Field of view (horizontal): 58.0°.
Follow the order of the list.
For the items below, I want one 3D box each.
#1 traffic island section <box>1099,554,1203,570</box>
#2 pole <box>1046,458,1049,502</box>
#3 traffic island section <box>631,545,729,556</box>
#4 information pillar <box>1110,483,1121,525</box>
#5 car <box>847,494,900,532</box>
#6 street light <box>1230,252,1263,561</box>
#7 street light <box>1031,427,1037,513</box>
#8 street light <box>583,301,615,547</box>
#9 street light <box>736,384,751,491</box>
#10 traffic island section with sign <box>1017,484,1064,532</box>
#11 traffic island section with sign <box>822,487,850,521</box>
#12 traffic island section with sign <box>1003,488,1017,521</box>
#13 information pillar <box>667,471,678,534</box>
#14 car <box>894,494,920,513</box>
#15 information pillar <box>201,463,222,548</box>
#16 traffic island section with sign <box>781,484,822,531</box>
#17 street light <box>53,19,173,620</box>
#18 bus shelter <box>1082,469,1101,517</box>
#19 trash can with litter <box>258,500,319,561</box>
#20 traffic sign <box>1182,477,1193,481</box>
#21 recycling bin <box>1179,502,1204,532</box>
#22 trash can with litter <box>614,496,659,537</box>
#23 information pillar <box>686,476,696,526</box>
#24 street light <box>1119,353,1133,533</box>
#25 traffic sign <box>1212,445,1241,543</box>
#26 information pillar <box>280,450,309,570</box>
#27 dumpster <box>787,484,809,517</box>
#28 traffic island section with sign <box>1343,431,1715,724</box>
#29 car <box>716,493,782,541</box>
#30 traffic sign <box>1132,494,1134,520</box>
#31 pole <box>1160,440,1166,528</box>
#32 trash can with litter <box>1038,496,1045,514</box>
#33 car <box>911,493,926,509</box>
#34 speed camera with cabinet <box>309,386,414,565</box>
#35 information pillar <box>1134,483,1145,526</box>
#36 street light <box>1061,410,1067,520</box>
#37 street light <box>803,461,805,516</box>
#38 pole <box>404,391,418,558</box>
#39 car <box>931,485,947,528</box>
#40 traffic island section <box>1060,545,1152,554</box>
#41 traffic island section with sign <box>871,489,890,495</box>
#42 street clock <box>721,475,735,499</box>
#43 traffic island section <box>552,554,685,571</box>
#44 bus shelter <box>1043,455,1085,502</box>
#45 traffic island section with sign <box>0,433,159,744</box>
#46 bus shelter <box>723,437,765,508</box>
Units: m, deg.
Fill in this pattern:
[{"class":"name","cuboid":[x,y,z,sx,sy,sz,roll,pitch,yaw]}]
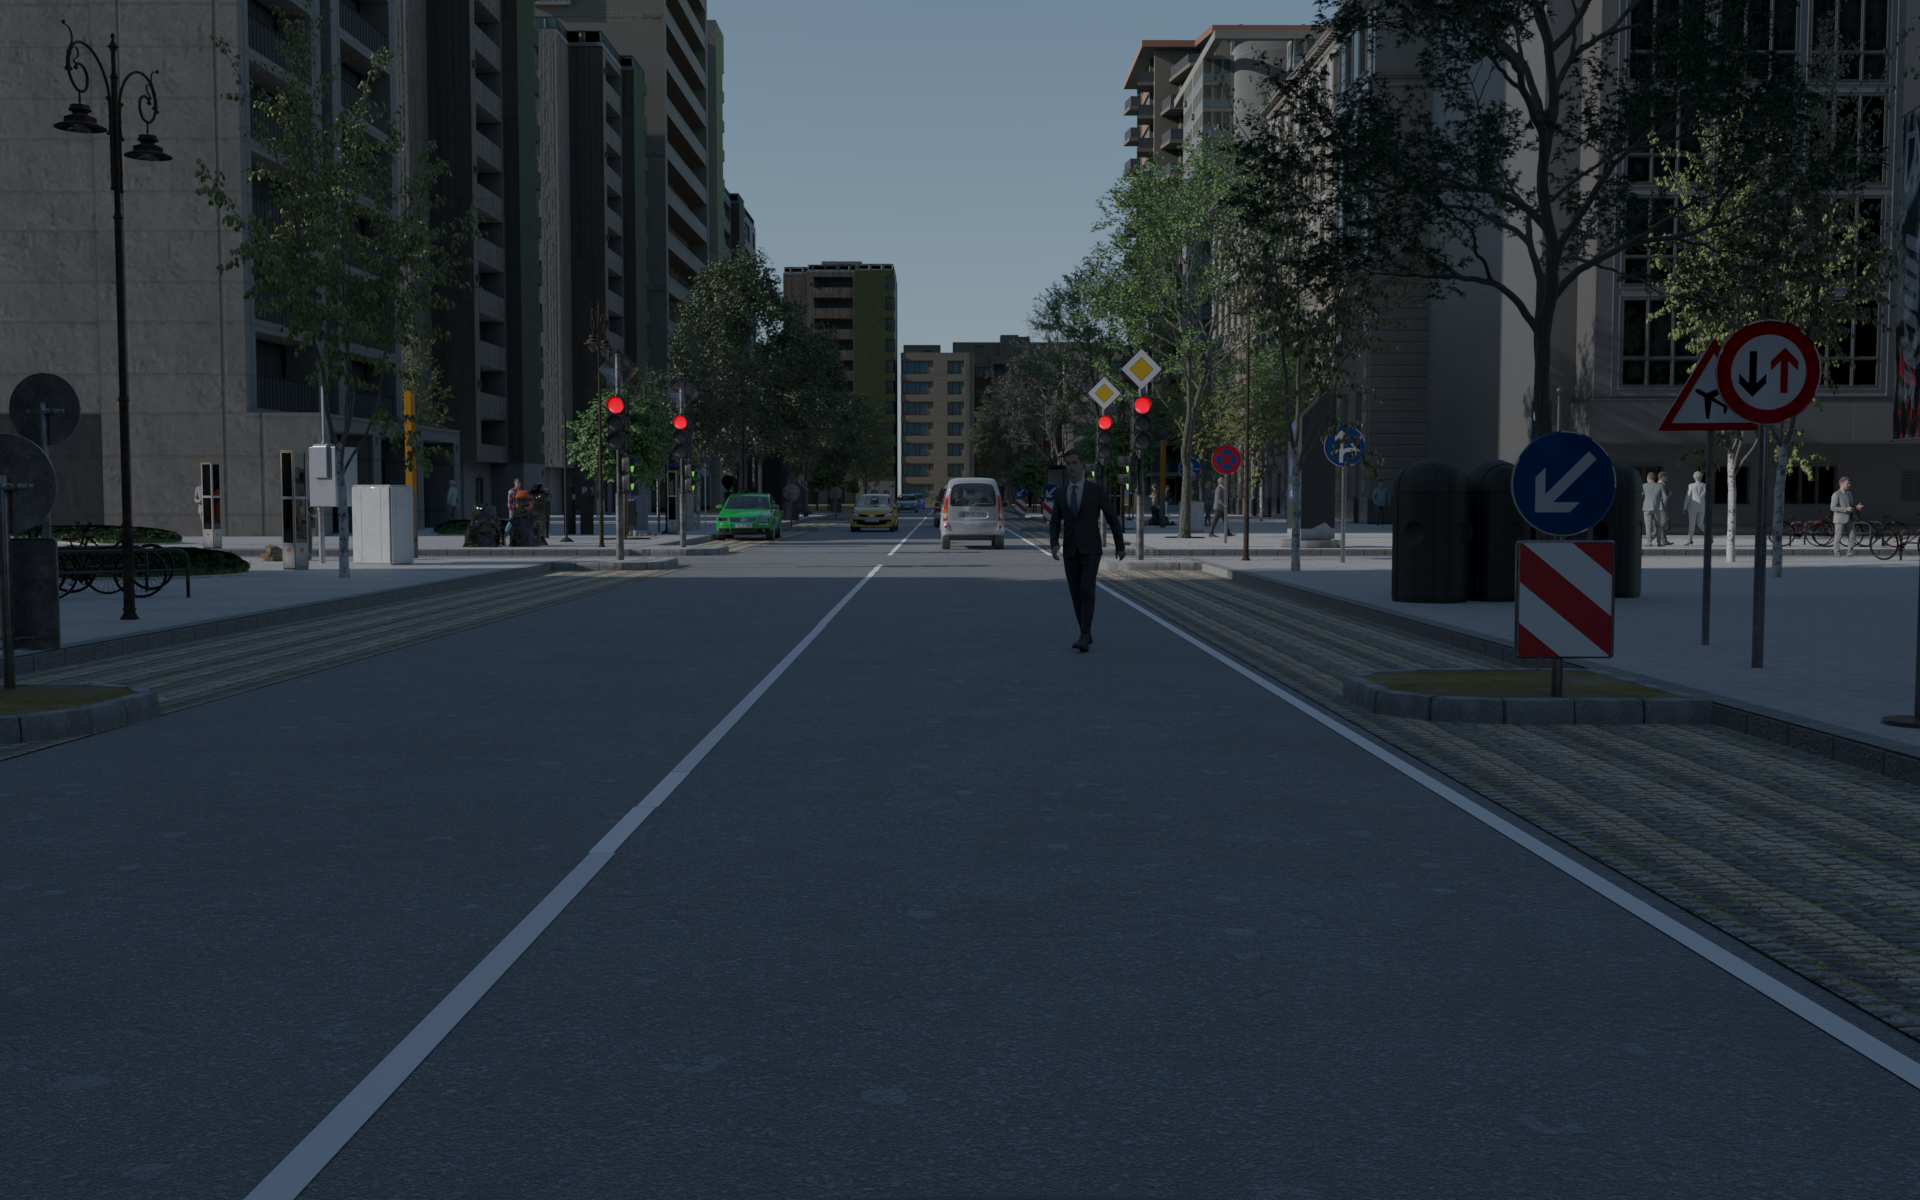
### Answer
[{"class":"traffic island section","cuboid":[3.524,-0.698,33.698,2.009,0.180,2.903,0,4,0]},{"class":"pole","cuboid":[4.924,-6.340,97.494,0.158,3.312,0.155,0,3,0]},{"class":"traffic island section","cuboid":[-6.669,-1.183,41.622,2.009,0.180,2.903,0,4,0]},{"class":"information pillar","cuboid":[5.897,-3.741,65.650,0.304,2.012,0.304,-2,4,-29]},{"class":"car","cuboid":[-3.284,-3.452,66.661,2.015,1.641,3.980,0,4,1]},{"class":"street light","cuboid":[5.517,-3.697,33.233,0.468,5.910,1.993,0,4,0]},{"class":"street light","cuboid":[4.966,-8.782,116.376,0.468,5.910,1.993,0,4,0]},{"class":"street light","cuboid":[-8.666,-4.216,41.718,0.468,5.910,1.993,0,4,0]},{"class":"street light","cuboid":[-8.893,-6.014,71.122,0.468,5.910,1.993,0,4,0]},{"class":"traffic island section with sign","cuboid":[3.323,-3.526,66.281,1.989,1.847,2.006,0,4,0]},{"class":"traffic island section with sign","cuboid":[-6.673,-5.228,94.102,1.989,1.847,2.006,0,4,0]},{"class":"traffic island section with sign","cuboid":[3.139,-5.227,94.086,1.989,1.847,2.006,0,4,0]},{"class":"information pillar","cuboid":[-9.199,-3.117,55.454,0.304,2.012,0.304,0,4,-2]},{"class":"car","cuboid":[-4.093,-7.447,133.755,2.014,1.417,4.499,0,4,-2]},{"class":"information pillar","cuboid":[-17.528,-2.206,40.560,0.304,2.012,0.304,1,4,17]},{"class":"traffic island section with sign","cuboid":[-6.502,-3.579,67.147,1.989,1.847,2.006,0,4,0]},{"class":"street light","cuboid":[-8.497,-2.737,17.545,0.468,5.910,1.993,0,4,0]},{"class":"bus shelter","cuboid":[7.660,-7.161,94.708,2.179,5.291,8.768,0,4,0]},{"class":"trash can with litter","cuboid":[-12.902,-1.341,33.319,0.624,1.170,1.055,3,4,37]},{"class":"traffic sign","cuboid":[8.878,-4.085,66.894,0.768,2.556,0.104,0,4,6]},{"class":"recycling bin","cuboid":[7.776,-2.793,58.214,0.722,1.027,0.722,0,4,-5]},{"class":"trash can with litter","cuboid":[-9.771,-2.563,52.968,1.678,1.210,2.233,1,4,17]},{"class":"information pillar","cuboid":[-10.709,-3.945,68.989,0.304,2.012,0.304,0,4,8]},{"class":"street light","cuboid":[5.372,-5.142,56.865,0.468,5.910,1.993,0,4,0]},{"class":"traffic sign","cuboid":[6.906,-2.743,44.954,0.768,2.556,0.104,0,4,5]},{"class":"information pillar","cuboid":[-11.270,-1.520,29.338,0.304,2.012,0.304,2,4,27]},{"class":"dumpster","cuboid":[-9.276,-5.681,98.643,1.264,1.857,1.865,0,4,0]},{"class":"traffic island section with sign","cuboid":[3.675,-0.184,11.641,1.989,1.847,2.006,0,4,0]},{"class":"car","cuboid":[-6.612,-2.793,54.462,1.959,1.807,4.718,0,4,-2]},{"class":"traffic sign","cuboid":[8.630,-5.271,86.287,0.768,2.556,0.104,0,4,6]},{"class":"pole","cuboid":[7.725,-4.411,65.967,0.158,3.312,0.155,0,3,0]},{"class":"trash can with litter","cuboid":[5.433,-5.950,108.670,0.624,1.170,1.055,3,5,45]},{"class":"car","cuboid":[-4.142,-9.345,162.389,1.945,1.707,3.694,0,4,-2]},{"class":"speed camera with cabinet","cuboid":[-10.981,-2.288,31.749,2.038,3.252,0.660,2,4,27]},{"class":"information pillar","cuboid":[7.101,-4.723,68.569,0.183,3.616,0.504,-3,4,-36]},{"class":"street light","cuboid":[5.191,-6.963,86.626,0.468,5.910,1.993,0,4,0]},{"class":"street light","cuboid":[-9.049,-7.813,100.526,0.468,5.910,1.993,0,4,0]},{"class":"pole","cuboid":[-10.933,-2.487,34.501,0.158,3.312,0.155,0,3,0]},{"class":"car","cuboid":[-0.089,-4.079,75.369,2.281,1.827,5.304,0,4,-2]},{"class":"traffic island section","cuboid":[3.472,-1.187,41.683,2.009,0.180,2.903,0,4,0]},{"class":"traffic island section with sign","cuboid":[-7.002,-8.250,143.516,1.989,1.847,2.006,0,4,0]},{"class":"street clock","cuboid":[-8.896,-3.786,66.469,0.471,2.002,0.358,1,4,8]},{"class":"traffic island section","cuboid":[-6.617,-0.695,33.637,2.009,0.180,2.903,0,4,0]},{"class":"bus shelter","cuboid":[5.457,-5.928,90.850,2.014,3.302,5.546,0,4,0]},{"class":"traffic island section with sign","cuboid":[-6.146,-0.123,10.637,1.989,1.847,2.006,0,4,0]},{"class":"bus shelter","cuboid":[-11.788,-7.170,94.867,2.179,5.291,8.768,0,4,0]}]
